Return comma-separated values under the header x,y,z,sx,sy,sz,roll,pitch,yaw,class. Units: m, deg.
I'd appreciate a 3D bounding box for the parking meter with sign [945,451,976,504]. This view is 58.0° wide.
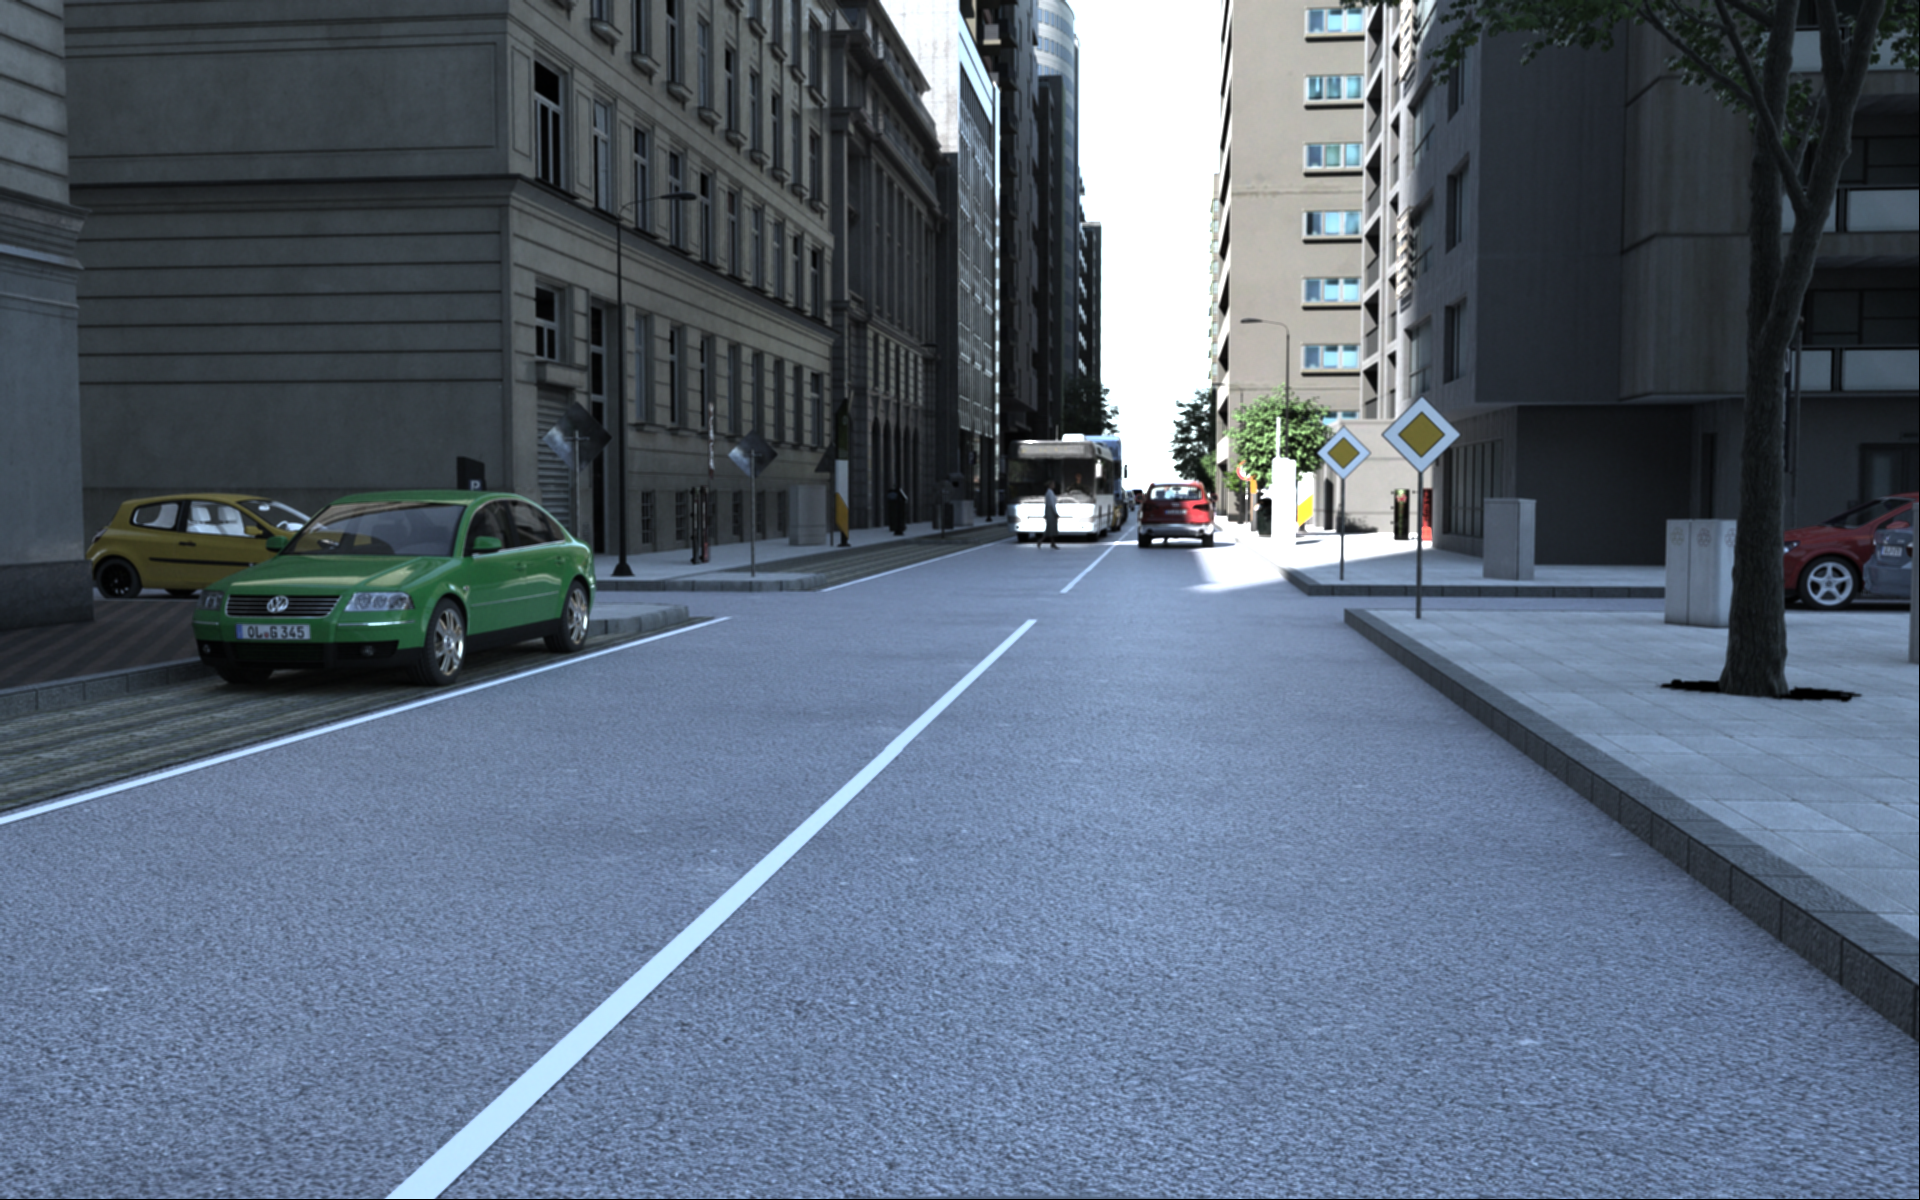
x,y,z,sx,sy,sz,roll,pitch,yaw,class
-0.236,-4.529,70.307,1.738,3.016,0.543,-2,4,-27,parking meter with sign

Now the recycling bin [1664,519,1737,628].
x,y,z,sx,sy,sz,roll,pitch,yaw,class
7.428,-0.269,16.951,0.722,1.027,0.722,-1,4,-19,recycling bin

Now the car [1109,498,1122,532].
x,y,z,sx,sy,sz,roll,pitch,yaw,class
5.278,-3.460,66.795,2.015,1.641,3.980,1,4,9,car

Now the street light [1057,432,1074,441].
x,y,z,sx,sy,sz,roll,pitch,yaw,class
7.866,-9.627,129.936,1.470,5.913,1.316,0,4,7,street light

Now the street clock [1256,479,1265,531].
x,y,z,sx,sy,sz,roll,pitch,yaw,class
10.449,-3.414,60.390,0.471,2.002,0.358,-3,5,-45,street clock

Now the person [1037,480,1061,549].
x,y,z,sx,sy,sz,roll,pitch,yaw,class
2.301,-2.225,45.108,0.641,1.798,0.478,0,4,4,person

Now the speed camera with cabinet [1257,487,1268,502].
x,y,z,sx,sy,sz,roll,pitch,yaw,class
11.290,-4.225,63.414,0.660,3.252,2.038,-1,4,-8,speed camera with cabinet

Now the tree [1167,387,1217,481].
x,y,z,sx,sy,sz,roll,pitch,yaw,class
25.359,-16.170,182.509,7.486,12.596,7.792,0,3,0,tree

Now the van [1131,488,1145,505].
x,y,z,sx,sy,sz,roll,pitch,yaw,class
18.934,-11.175,187.099,2.240,2.365,5.245,0,4,8,van

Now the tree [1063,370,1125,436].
x,y,z,sx,sy,sz,roll,pitch,yaw,class
12.108,-16.603,178.111,9.857,13.997,8.962,0,3,0,tree

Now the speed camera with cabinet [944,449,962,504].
x,y,z,sx,sy,sz,roll,pitch,yaw,class
-0.336,-5.020,76.415,0.660,3.252,2.038,0,4,-7,speed camera with cabinet

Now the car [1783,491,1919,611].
x,y,z,sx,sy,sz,roll,pitch,yaw,class
12.036,-0.784,21.862,4.494,1.783,2.155,0,4,7,car

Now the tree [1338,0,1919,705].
x,y,z,sx,sy,sz,roll,pitch,yaw,class
5.282,-5.198,10.750,9.928,11.665,9.643,0,3,0,tree

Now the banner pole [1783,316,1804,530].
x,y,z,sx,sy,sz,roll,pitch,yaw,class
11.774,-2.120,24.681,0.401,3.779,0.863,0,4,-5,banner pole

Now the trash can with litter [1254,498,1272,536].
x,y,z,sx,sy,sz,roll,pitch,yaw,class
9.374,-2.576,53.503,0.624,1.170,1.055,0,4,6,trash can with litter

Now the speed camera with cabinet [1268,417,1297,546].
x,y,z,sx,sy,sz,roll,pitch,yaw,class
8.235,-3.031,43.885,0.660,3.252,2.038,1,4,11,speed camera with cabinet

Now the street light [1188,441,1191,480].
x,y,z,sx,sy,sz,roll,pitch,yaw,class
20.527,-10.809,149.276,1.470,5.913,1.316,0,4,7,street light

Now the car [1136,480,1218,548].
x,y,z,sx,sy,sz,roll,pitch,yaw,class
5.976,-2.393,47.797,2.281,1.827,5.304,0,4,8,car

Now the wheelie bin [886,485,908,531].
x,y,z,sx,sy,sz,roll,pitch,yaw,class
-2.168,-3.167,59.691,0.693,1.594,0.980,0,4,4,wheelie bin

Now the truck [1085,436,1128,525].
x,y,z,sx,sy,sz,roll,pitch,yaw,class
6.932,-5.865,85.649,2.967,4.110,18.799,0,4,6,truck

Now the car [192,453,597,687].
x,y,z,sx,sy,sz,roll,pitch,yaw,class
-4.480,-0.338,14.327,1.959,1.807,4.718,0,4,7,car

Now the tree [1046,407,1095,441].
x,y,z,sx,sy,sz,roll,pitch,yaw,class
9.406,-11.981,146.243,4.737,8.622,4.395,0,3,0,tree

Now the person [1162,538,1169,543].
x,y,z,sx,sy,sz,roll,pitch,yaw,class
6.126,-2.621,51.218,0.638,1.841,0.748,2,4,30,person

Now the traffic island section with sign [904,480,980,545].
x,y,z,sx,sy,sz,roll,pitch,yaw,class
-0.476,-2.504,49.574,1.989,1.847,2.006,0,4,7,traffic island section with sign

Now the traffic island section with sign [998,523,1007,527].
x,y,z,sx,sy,sz,roll,pitch,yaw,class
2.764,-4.141,76.335,1.989,1.847,2.006,0,4,7,traffic island section with sign

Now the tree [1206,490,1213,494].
x,y,z,sx,sy,sz,roll,pitch,yaw,class
20.504,-8.739,137.483,1.663,3.219,1.824,0,3,0,tree

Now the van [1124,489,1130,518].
x,y,z,sx,sy,sz,roll,pitch,yaw,class
9.289,-5.968,104.590,2.013,2.044,4.112,0,4,7,van

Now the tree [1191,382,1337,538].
x,y,z,sx,sy,sz,roll,pitch,yaw,class
9.324,-4.095,50.670,4.285,4.588,4.351,0,3,0,tree

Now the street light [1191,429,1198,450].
x,y,z,sx,sy,sz,roll,pitch,yaw,class
17.277,-9.183,122.690,1.470,5.913,1.316,0,4,7,street light

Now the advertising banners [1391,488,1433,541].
x,y,z,sx,sy,sz,roll,pitch,yaw,class
12.626,-3.106,46.977,0.090,3.025,2.074,-3,5,-43,advertising banners

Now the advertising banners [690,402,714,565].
x,y,z,sx,sy,sz,roll,pitch,yaw,class
-4.787,-2.212,32.360,0.090,3.025,2.074,0,4,3,advertising banners

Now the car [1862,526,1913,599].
x,y,z,sx,sy,sz,roll,pitch,yaw,class
12.689,-0.457,19.468,4.499,1.417,2.014,0,4,6,car

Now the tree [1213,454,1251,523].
x,y,z,sx,sy,sz,roll,pitch,yaw,class
12.628,-5.130,78.471,1.663,3.219,1.824,0,3,0,tree

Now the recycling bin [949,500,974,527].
x,y,z,sx,sy,sz,roll,pitch,yaw,class
0.061,-3.442,68.835,0.722,1.027,0.722,3,5,40,recycling bin

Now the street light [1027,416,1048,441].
x,y,z,sx,sy,sz,roll,pitch,yaw,class
4.539,-8.001,103.360,1.470,5.913,1.316,0,4,7,street light

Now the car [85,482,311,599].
x,y,z,sx,sy,sz,roll,pitch,yaw,class
-9.798,-0.827,23.747,3.980,1.641,2.015,0,4,6,car

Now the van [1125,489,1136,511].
x,y,z,sx,sy,sz,roll,pitch,yaw,class
14.116,-8.655,148.526,2.013,2.044,4.112,0,4,7,van

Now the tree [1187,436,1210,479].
x,y,z,sx,sy,sz,roll,pitch,yaw,class
29.133,-15.898,210.286,4.737,8.622,4.395,0,3,0,tree
